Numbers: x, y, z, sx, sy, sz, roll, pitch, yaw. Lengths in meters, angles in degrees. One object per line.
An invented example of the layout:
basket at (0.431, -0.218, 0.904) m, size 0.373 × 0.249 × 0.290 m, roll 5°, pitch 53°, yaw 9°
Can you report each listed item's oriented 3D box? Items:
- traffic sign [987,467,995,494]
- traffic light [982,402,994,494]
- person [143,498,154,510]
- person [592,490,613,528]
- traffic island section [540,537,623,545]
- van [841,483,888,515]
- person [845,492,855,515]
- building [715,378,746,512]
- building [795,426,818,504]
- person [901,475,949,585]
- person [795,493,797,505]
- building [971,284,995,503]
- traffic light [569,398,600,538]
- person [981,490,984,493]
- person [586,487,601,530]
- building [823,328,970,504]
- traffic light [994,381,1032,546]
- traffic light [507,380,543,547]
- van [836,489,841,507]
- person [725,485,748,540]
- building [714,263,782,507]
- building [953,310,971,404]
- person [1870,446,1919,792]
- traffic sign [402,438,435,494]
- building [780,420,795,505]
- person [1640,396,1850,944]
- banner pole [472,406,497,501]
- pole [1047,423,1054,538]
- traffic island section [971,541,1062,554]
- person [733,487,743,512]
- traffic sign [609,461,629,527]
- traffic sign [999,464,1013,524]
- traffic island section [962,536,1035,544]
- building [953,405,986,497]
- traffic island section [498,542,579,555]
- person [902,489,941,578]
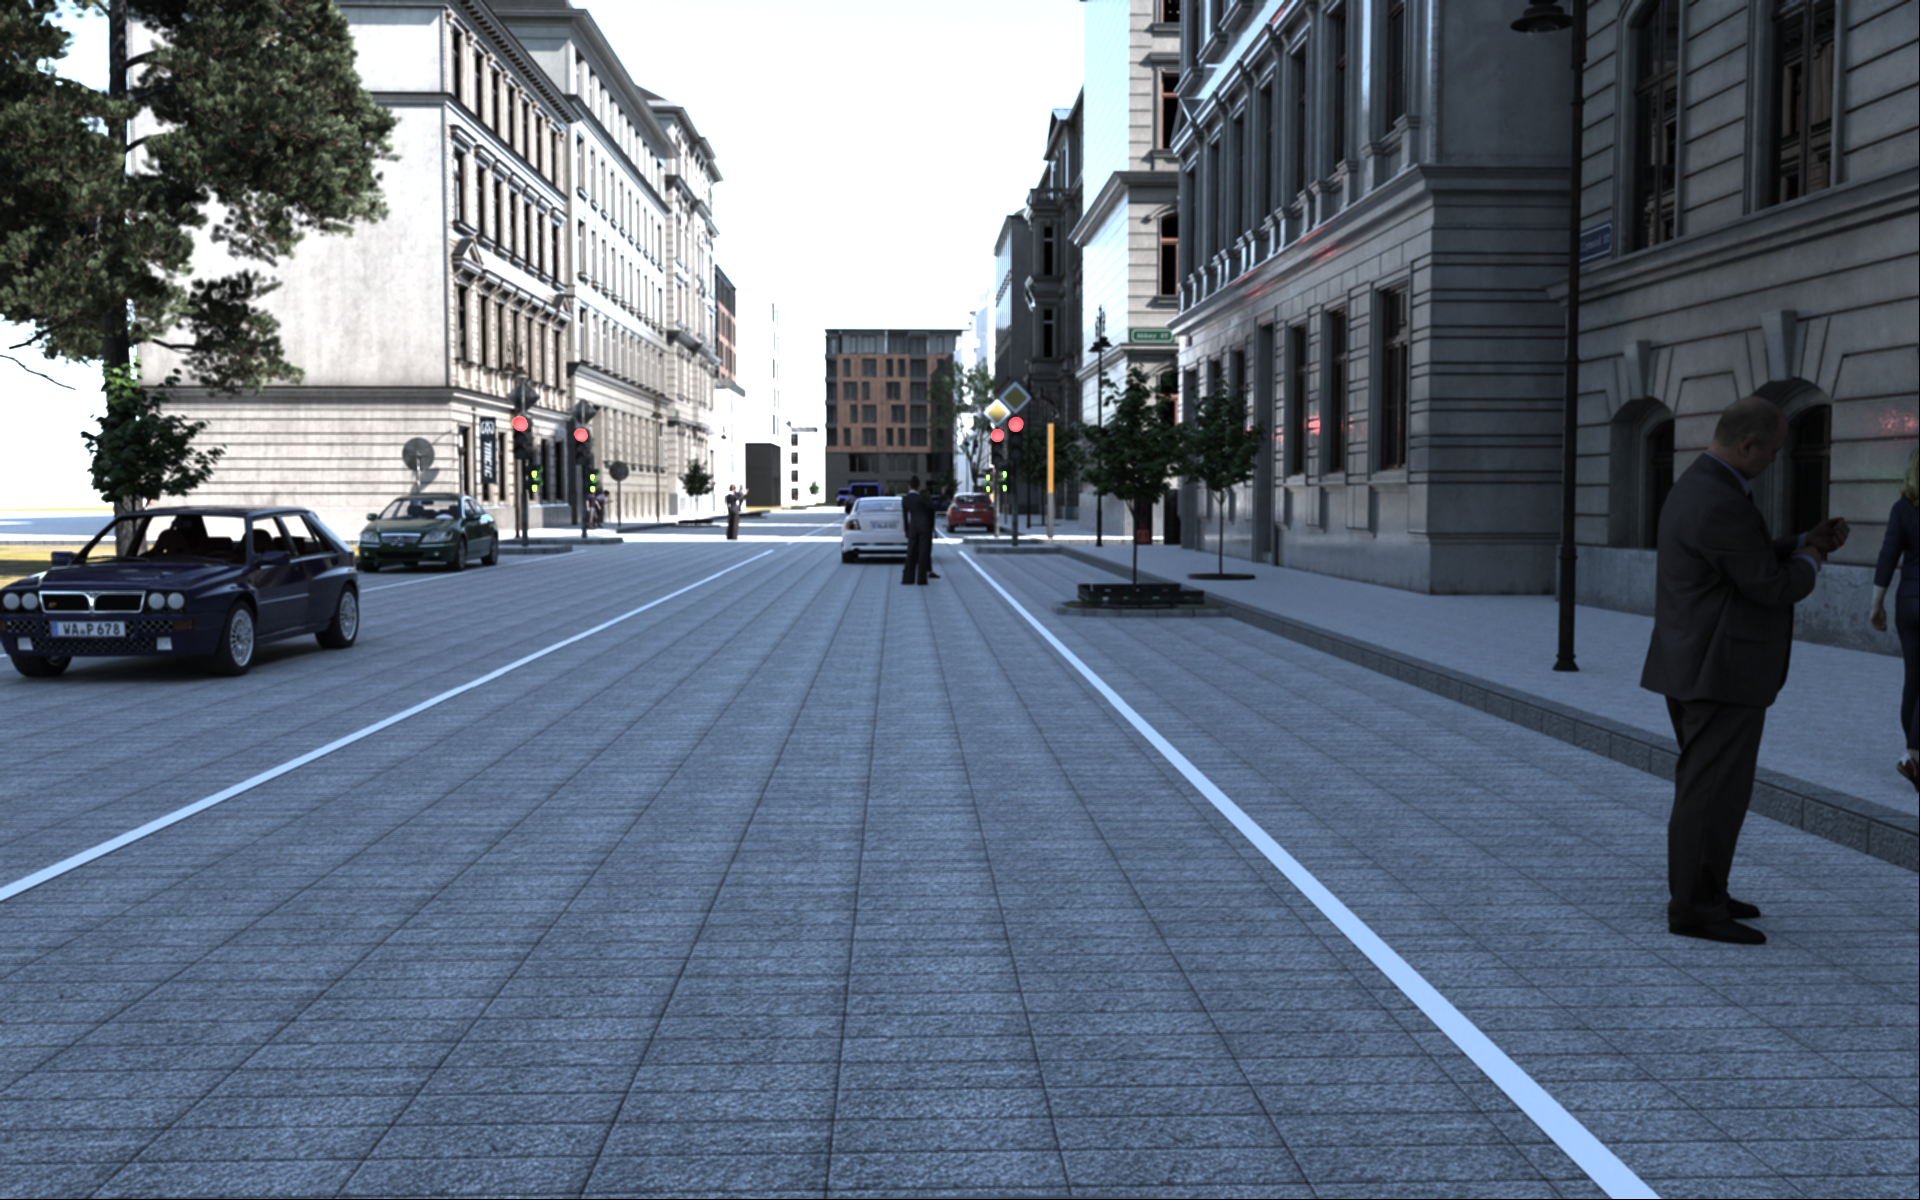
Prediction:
traffic sign at (1.665, -5.038, 82.475) m, size 0.768 × 2.556 × 0.104 m, roll 0°, pitch 4°, yaw 0°
traffic light at (1.058, -3.755, 50.632) m, size 0.839 × 4.213 × 0.868 m, roll 0°, pitch 4°, yaw -2°
person at (-21.196, -2.024, 44.777) m, size 0.628 × 1.438 × 0.799 m, roll 3°, pitch 4°, yaw 37°
person at (-13.591, -3.443, 65.525) m, size 0.628 × 1.438 × 0.799 m, roll 1°, pitch 4°, yaw 22°
traffic island section at (-10.936, -1.716, 50.332) m, size 2.009 × 0.180 × 2.903 m, roll 0°, pitch 4°, yaw -2°
van at (-5.190, -5.642, 96.636) m, size 2.240 × 2.365 × 5.245 m, roll 0°, pitch 4°, yaw 0°
person at (-5.570, -4.719, 87.873) m, size 0.614 × 1.554 × 0.590 m, roll -3°, pitch 5°, yaw -43°
building at (-21.773, -12.075, 139.575) m, size 9.099 × 9.664 × 28.070 m, roll 0°, pitch 4°, yaw -2°
building at (-31.843, -16.672, 214.740) m, size 28.070 × 9.664 × 9.099 m, roll 0°, pitch 4°, yaw -2°
person at (-0.559, -1.108, 27.422) m, size 0.742 × 1.727 × 0.445 m, roll 0°, pitch 4°, yaw -7°
person at (-18.742, -11.580, 198.642) m, size 0.557 × 1.426 × 1.065 m, roll 0°, pitch 4°, yaw -4°
building at (9.407, -17.595, 144.091) m, size 16.016 × 20.091 × 11.380 m, roll 0°, pitch 4°, yaw -2°
traffic light at (-10.896, -3.728, 50.200) m, size 0.839 × 4.213 × 0.868 m, roll 0°, pitch 4°, yaw -2°
person at (1.455, -5.871, 104.242) m, size 0.569 × 1.553 × 0.471 m, roll 2°, pitch 4°, yaw 34°
person at (-13.061, -3.253, 61.440) m, size 0.569 × 1.553 × 0.471 m, roll -3°, pitch 4°, yaw -38°
building at (-0.831, -23.277, 224.558) m, size 32.646 × 21.610 × 27.936 m, roll 0°, pitch 4°, yaw -2°
traffic light at (1.337, -3.266, 42.652) m, size 0.839 × 4.213 × 0.868 m, roll 0°, pitch 4°, yaw -2°
traffic light at (-10.617, -3.240, 42.220) m, size 0.839 × 4.213 × 0.868 m, roll 0°, pitch 4°, yaw -2°
van at (-12.691, -11.547, 193.179) m, size 2.240 × 2.365 × 5.245 m, roll 0°, pitch 4°, yaw -3°
person at (-6.946, -2.731, 53.960) m, size 0.742 × 1.727 × 0.445 m, roll 0°, pitch 4°, yaw 0°
building at (-32.584, -19.909, 169.490) m, size 27.936 × 21.610 × 32.646 m, roll 0°, pitch 4°, yaw -2°
building at (7.401, -20.006, 183.517) m, size 16.016 × 20.091 × 11.380 m, roll 0°, pitch 4°, yaw -2°
person at (4.263, 0.061, 7.589) m, size 0.480 × 1.512 × 0.613 m, roll 1°, pitch 4°, yaw 22°
traffic sign at (-12.226, -2.384, 39.086) m, size 0.768 × 2.556 × 0.104 m, roll 0°, pitch 4°, yaw 8°
building at (-33.367, -15.524, 195.961) m, size 28.070 × 9.664 × 9.099 m, roll 0°, pitch 4°, yaw -2°
person at (2.541, 0.218, 5.624) m, size 0.600 × 1.739 × 0.565 m, roll -1°, pitch 4°, yaw -12°
banner pole at (-13.627, -3.636, 49.472) m, size 0.863 × 3.779 × 0.401 m, roll 0°, pitch 4°, yaw 3°
pole at (2.612, -3.436, 50.016) m, size 0.158 × 3.312 × 0.155 m, roll 0°, pitch 3°, yaw 0°
traffic island section at (1.377, -1.253, 42.766) m, size 2.009 × 0.180 × 2.903 m, roll 0°, pitch 4°, yaw -2°
person at (-15.223, -6.742, 116.727) m, size 0.683 × 1.767 × 0.568 m, roll 1°, pitch 4°, yaw 14°
traffic sign at (-13.214, -4.100, 67.140) m, size 0.768 × 2.556 × 0.104 m, roll 0°, pitch 4°, yaw 1°
traffic sign at (1.961, -4.520, 74.005) m, size 0.768 × 2.556 × 0.104 m, roll 0°, pitch 4°, yaw 5°
traffic island section at (1.098, -1.741, 50.746) m, size 2.009 × 0.180 × 2.903 m, roll 0°, pitch 4°, yaw -2°
building at (4.201, -13.571, 164.025) m, size 9.099 × 9.664 × 28.070 m, roll 0°, pitch 4°, yaw -2°
traffic island section at (-10.657, -1.228, 42.352) m, size 2.009 × 0.180 × 2.903 m, roll 0°, pitch 4°, yaw -2°
person at (-0.653, -1.132, 29.547) m, size 0.613 × 1.512 × 0.480 m, roll -2°, pitch 4°, yaw -23°
